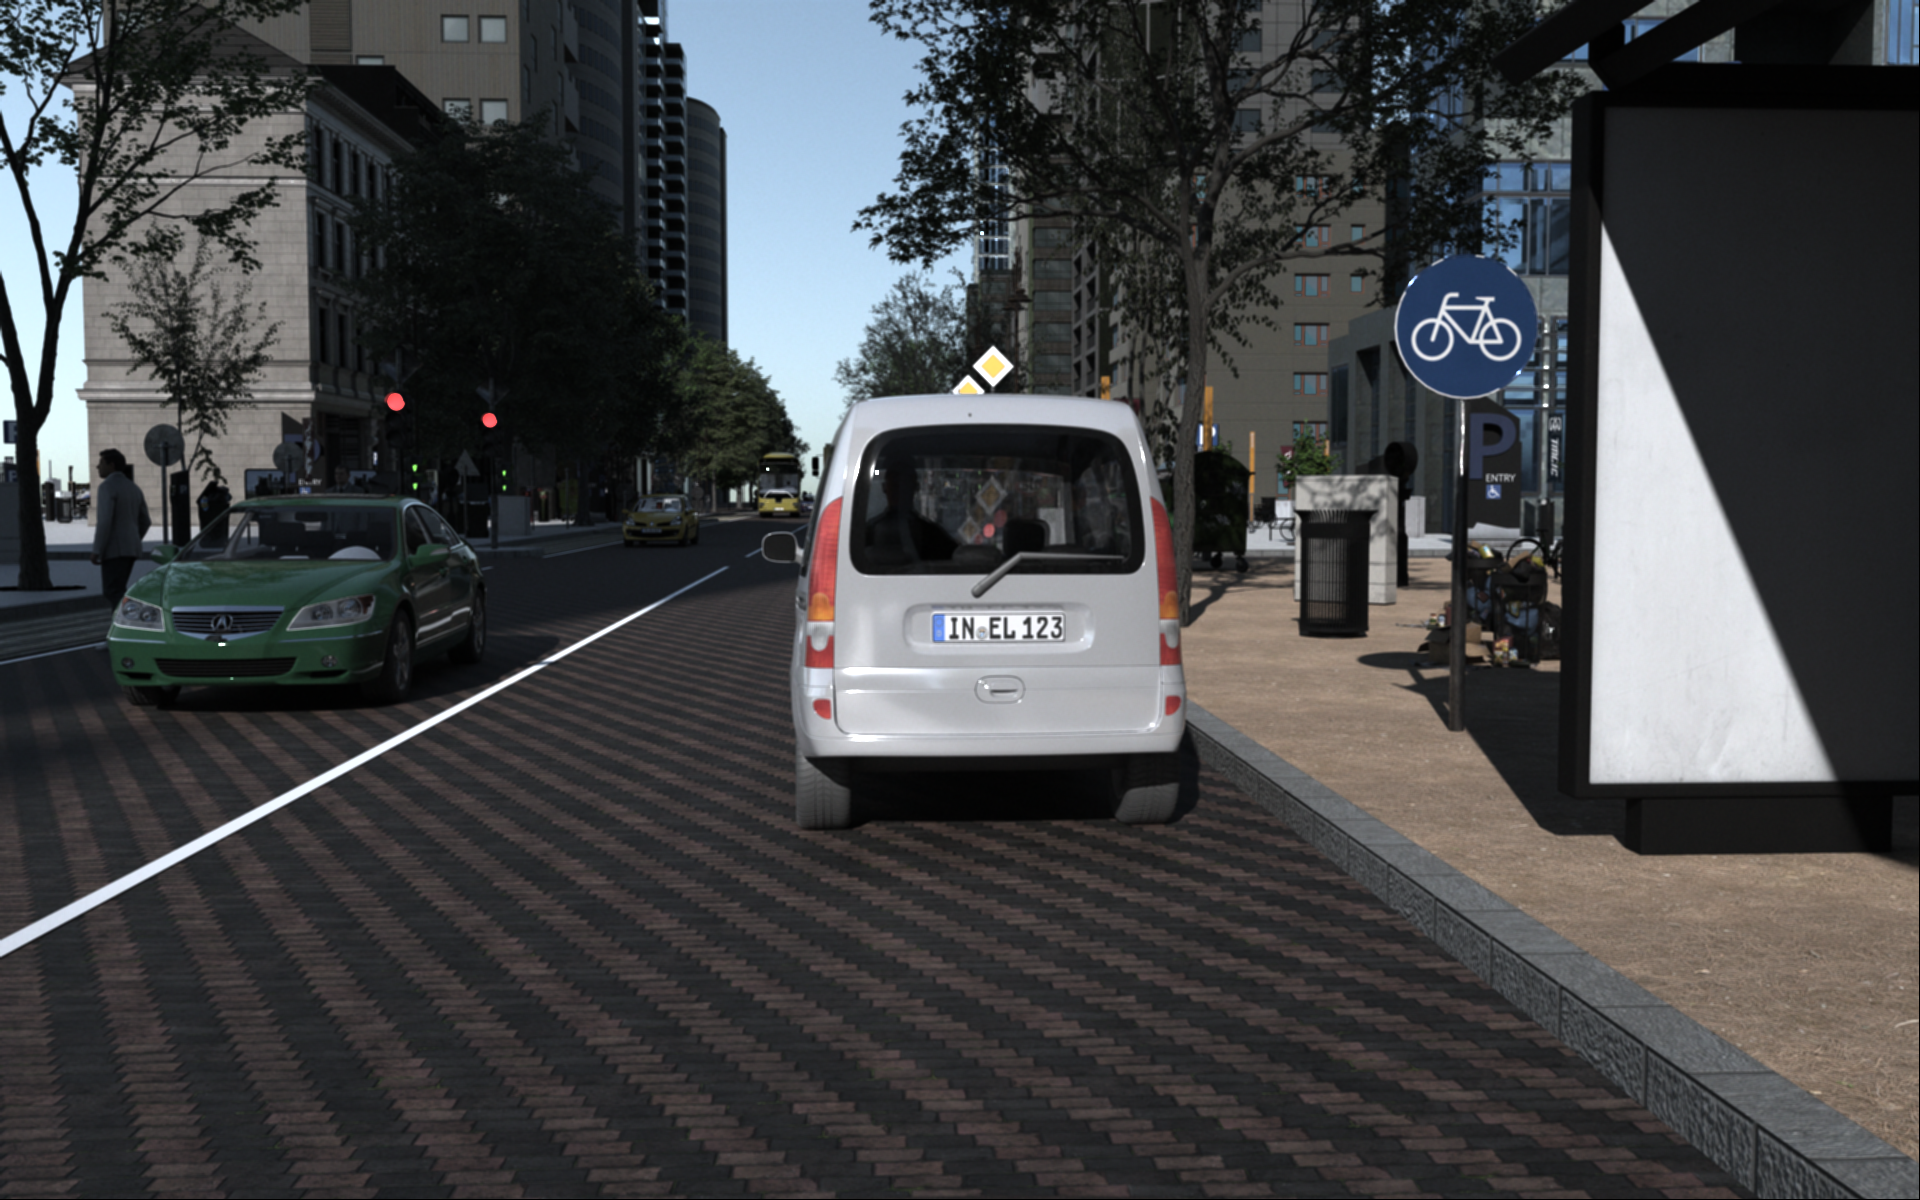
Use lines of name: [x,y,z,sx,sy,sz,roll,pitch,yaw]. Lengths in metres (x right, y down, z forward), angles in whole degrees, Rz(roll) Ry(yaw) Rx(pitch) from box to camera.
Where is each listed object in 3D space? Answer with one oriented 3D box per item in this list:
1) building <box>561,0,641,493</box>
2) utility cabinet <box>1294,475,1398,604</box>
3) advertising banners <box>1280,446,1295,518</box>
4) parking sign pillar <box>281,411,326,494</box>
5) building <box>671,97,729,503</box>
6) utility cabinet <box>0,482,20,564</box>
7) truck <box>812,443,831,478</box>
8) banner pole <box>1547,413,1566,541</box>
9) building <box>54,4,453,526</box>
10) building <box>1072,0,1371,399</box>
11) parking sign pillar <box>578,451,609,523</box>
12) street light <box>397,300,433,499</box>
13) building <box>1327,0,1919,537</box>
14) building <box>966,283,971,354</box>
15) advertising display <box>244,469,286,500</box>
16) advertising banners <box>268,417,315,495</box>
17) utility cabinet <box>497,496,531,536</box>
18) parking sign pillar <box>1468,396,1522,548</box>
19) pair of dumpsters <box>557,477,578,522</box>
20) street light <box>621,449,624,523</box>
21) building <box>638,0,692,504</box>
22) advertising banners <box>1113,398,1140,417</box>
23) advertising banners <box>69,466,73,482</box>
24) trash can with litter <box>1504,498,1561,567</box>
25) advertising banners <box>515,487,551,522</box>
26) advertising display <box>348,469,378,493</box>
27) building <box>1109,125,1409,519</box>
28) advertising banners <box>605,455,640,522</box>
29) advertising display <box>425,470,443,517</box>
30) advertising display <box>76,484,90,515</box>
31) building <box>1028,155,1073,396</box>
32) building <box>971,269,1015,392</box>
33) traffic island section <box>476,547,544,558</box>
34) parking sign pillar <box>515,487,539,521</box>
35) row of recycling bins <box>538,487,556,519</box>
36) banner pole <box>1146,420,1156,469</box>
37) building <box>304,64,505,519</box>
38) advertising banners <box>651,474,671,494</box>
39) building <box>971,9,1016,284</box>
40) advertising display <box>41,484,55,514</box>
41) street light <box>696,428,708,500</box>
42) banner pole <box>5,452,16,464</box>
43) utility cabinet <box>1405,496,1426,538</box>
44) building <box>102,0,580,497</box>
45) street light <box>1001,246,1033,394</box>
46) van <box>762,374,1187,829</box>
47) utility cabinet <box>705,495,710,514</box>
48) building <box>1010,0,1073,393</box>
building: [-40.995,-37.476,154.733,21.231,58.520,28.212,0,4,-3]
utility cabinet: [4.540,-0.715,20.365,1.173,1.500,0.318,3,5,40]
advertising banners: [12.618,-4.074,62.792,2.074,3.025,0.090,0,4,-2]
parking sign pillar: [-21.428,-4.166,56.590,1.447,3.967,1.447,-1,4,-22]
building: [-45.630,-43.502,253.249,21.231,58.520,28.212,0,4,-3]
utility cabinet: [-17.423,-1.401,31.590,1.173,1.500,0.318,-2,4,-25]
truck: [-3.807,-4.233,65.140,3.469,3.379,9.791,0,4,-5]
banner pole: [16.294,-3.491,47.088,0.401,3.779,0.863,-2,4,-35]
building: [-30.309,-13.387,69.782,10.553,20.767,40.483,0,4,-3]
building: [17.550,-42.204,128.285,20.563,71.187,20.611,0,4,-3]
parking sign pillar: [-16.284,-5.386,76.536,1.447,3.967,1.447,2,4,33]
street light: [-12.965,-4.194,41.358,0.468,5.910,1.993,0,4,-3]
building: [30.013,-45.777,61.118,31.000,86.520,22.319,0,4,-3]
building: [7.731,-28.509,237.820,14.160,30.474,14.107,0,4,-3]
advertising display: [-17.700,-2.383,44.168,0.974,1.923,0.123,-1,4,-17]
advertising banners: [-15.454,-2.684,40.079,2.074,3.025,0.090,3,5,40]
utility cabinet: [-13.671,-2.568,53.152,1.020,1.237,0.306,1,4,20]
parking sign pillar: [12.840,-3.261,41.783,1.447,3.967,1.447,0,4,7]
pair of dumpsters: [-18.184,-4.903,82.657,1.574,2.255,4.437,0,4,-3]
street light: [-14.890,-6.337,76.393,0.468,5.910,1.993,0,4,-3]
building: [-45.576,-55.661,222.721,22.319,86.520,31.000,0,4,-3]
advertising banners: [2.277,-2.165,31.590,2.074,3.025,0.090,0,4,-1]
advertising banners: [-55.196,-6.771,106.898,0.090,3.025,2.074,0,4,-2]
trash can with litter: [10.612,-1.251,31.516,1.678,1.210,2.233,1,4,13]
advertising banners: [-19.651,-5.044,78.650,2.074,3.025,0.090,-2,4,-27]
advertising display: [-15.491,-2.416,44.715,0.974,1.923,0.123,-3,5,-44]
building: [24.654,-15.786,103.133,27.650,21.520,28.899,0,4,-3]
advertising banners: [-15.462,-5.034,78.493,2.074,3.025,0.090,-2,4,-35]
advertising display: [-14.007,-2.504,46.146,0.123,1.923,0.974,-3,4,-36]
advertising display: [-54.299,-6.237,107.194,0.123,1.923,0.974,3,5,41]
building: [12.566,-22.930,146.610,14.160,30.474,14.107,0,4,-3]
building: [9.270,-27.621,223.300,14.160,30.474,14.107,0,4,-3]
traffic island section: [-10.862,-1.105,40.344,2.009,0.180,2.903,0,4,-3]
parking sign pillar: [-20.949,-5.812,83.500,1.447,3.967,1.447,2,4,28]
row of recycling bins: [-21.566,-4.869,86.728,1.069,1.692,3.534,2,4,24]
banner pole: [6.364,-4.172,58.229,0.863,3.779,0.401,-3,4,-36]
building: [-33.446,-16.392,97.680,12.332,23.373,15.834,0,4,-3]
advertising banners: [-17.738,-6.480,102.139,0.090,3.025,2.074,2,4,30]
building: [10.550,-57.868,258.807,22.319,86.520,31.000,0,4,-3]
advertising display: [-57.604,-6.384,109.585,0.123,1.923,0.974,2,4,32]
street light: [-16.753,-8.480,111.432,0.468,5.910,1.993,0,4,-3]
banner pole: [-55.850,-6.858,102.139,0.863,3.779,0.401,-1,4,-19]
utility cabinet: [13.161,-2.424,50.801,0.306,1.237,1.020,-2,4,-34]
building: [-43.137,-32.872,126.690,28.713,52.752,27.495,0,4,-3]
street light: [1.061,-3.653,32.510,0.468,5.910,1.993,0,4,-3]
van: [-0.012,-0.111,8.821,2.013,2.044,4.112,0,4,-5]
utility cabinet: [-16.555,-6.258,113.476,0.306,1.237,1.020,-1,4,-10]
building: [19.833,-35.392,167.894,28.713,52.752,27.495,0,4,-3]
